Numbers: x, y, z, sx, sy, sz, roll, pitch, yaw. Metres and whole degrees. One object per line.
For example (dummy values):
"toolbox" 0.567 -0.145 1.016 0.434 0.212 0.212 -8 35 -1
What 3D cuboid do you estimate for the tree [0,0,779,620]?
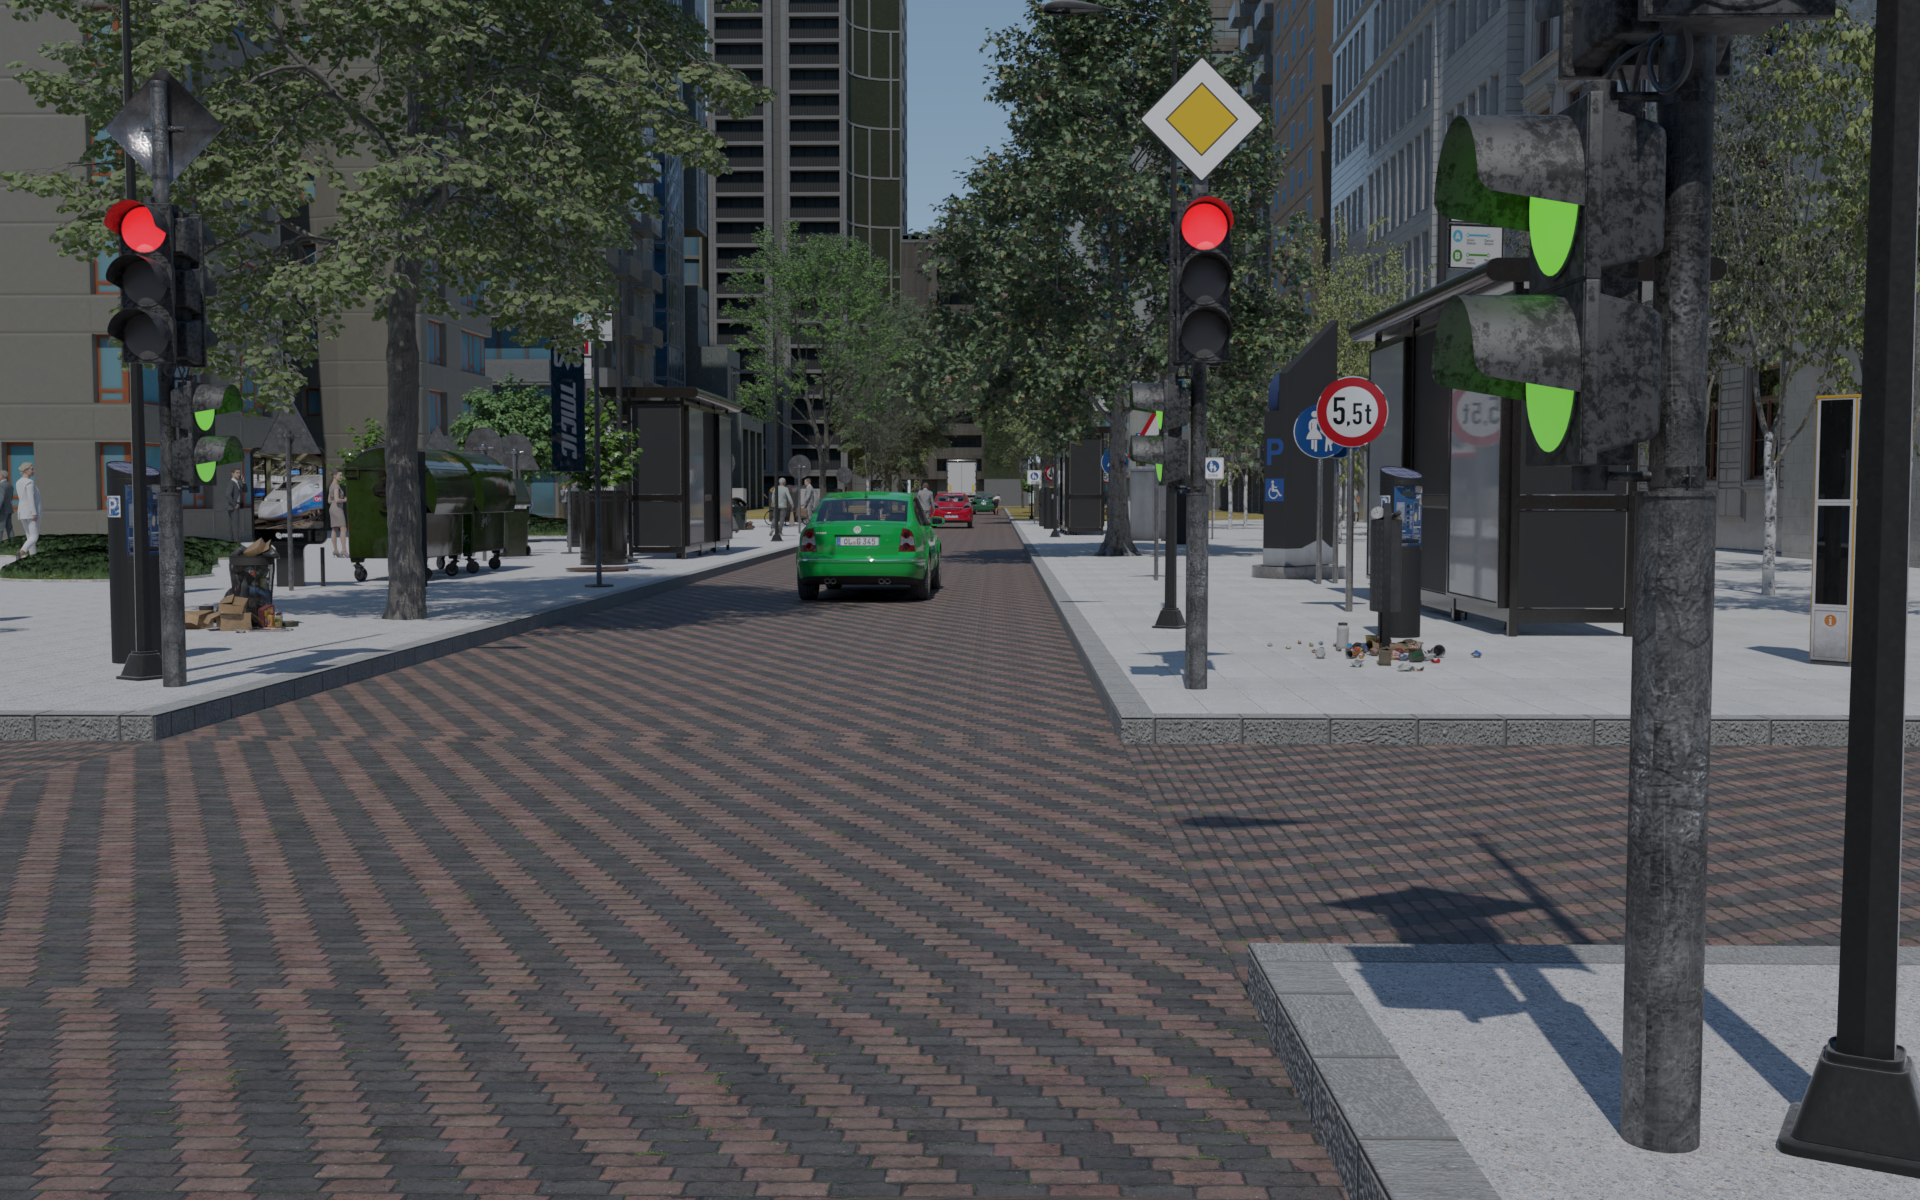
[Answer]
"tree" -5.279 -6.078 17.502 7.486 12.596 7.792 0 3 0

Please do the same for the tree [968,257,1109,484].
"tree" 3.717 -9.948 80.784 7.486 12.596 7.792 0 3 0

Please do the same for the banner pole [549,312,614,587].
"banner pole" -5.203 -2.064 23.760 0.863 3.779 0.401 -2 4 -25

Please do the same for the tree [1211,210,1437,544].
"tree" 9.519 -5.736 44.154 4.737 8.622 4.395 0 3 0

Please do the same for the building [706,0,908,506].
"building" -16.640 -46.220 193.948 20.611 71.187 20.563 0 4 1

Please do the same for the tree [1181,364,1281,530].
"tree" 9.763 -6.827 61.989 4.360 8.622 3.978 0 3 0

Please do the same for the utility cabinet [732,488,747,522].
"utility cabinet" -8.745 -3.515 66.152 1.173 1.500 0.318 1 4 17

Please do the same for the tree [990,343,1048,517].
"tree" 4.379 -10.446 96.547 9.928 11.665 9.643 0 3 0

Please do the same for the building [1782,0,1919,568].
"building" 24.977 -10.667 29.158 16.860 20.320 10.420 0 4 1

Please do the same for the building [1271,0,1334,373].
"building" 25.220 -27.220 95.166 14.600 45.320 14.200 0 4 1

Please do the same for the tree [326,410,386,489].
"tree" -13.527 -2.776 39.987 1.663 3.219 1.824 0 3 0

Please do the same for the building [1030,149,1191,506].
"building" 23.000 -35.142 194.174 30.456 49.044 23.786 0 4 1

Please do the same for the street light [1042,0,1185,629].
"street light" 1.477 -2.685 16.449 1.470 5.913 1.316 0 4 1

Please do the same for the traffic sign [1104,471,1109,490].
"traffic sign" 7.386 -5.290 86.602 0.768 2.556 0.104 0 4 2

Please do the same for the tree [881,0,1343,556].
"tree" 3.177 -7.263 35.759 9.611 12.733 9.660 0 3 0

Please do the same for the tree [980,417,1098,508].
"tree" 5.626 -10.857 111.930 7.601 10.594 8.767 1 4 16

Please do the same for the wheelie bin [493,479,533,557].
"wheelie bin" -9.267 -1.689 35.523 0.693 1.594 0.980 3 5 44

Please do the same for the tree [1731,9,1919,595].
"tree" 10.250 -4.354 21.547 4.360 8.622 3.978 0 3 0

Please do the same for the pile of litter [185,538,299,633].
"pile of litter" -7.013 -0.162 16.620 1.176 0.858 1.719 -2 4 -30

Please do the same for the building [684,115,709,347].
"building" -41.383 -33.039 194.813 28.867 44.769 22.147 0 4 1

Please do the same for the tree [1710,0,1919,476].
"tree" 13.980 -4.682 26.915 4.737 8.622 4.395 0 3 0

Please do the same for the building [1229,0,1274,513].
"building" 30.360 -30.467 117.744 23.786 49.044 30.456 0 4 1

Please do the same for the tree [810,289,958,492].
"tree" -4.575 -12.399 109.375 9.857 13.997 8.962 0 3 0

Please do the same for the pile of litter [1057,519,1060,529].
"pile of litter" 4.281 -3.096 64.584 1.719 0.858 1.176 -1 4 -13

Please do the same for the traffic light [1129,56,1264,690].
"traffic light" 1.539 -1.369 11.310 0.839 4.253 0.868 0 4 1

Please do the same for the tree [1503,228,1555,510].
"tree" 12.969 -5.302 37.047 4.360 8.622 3.978 0 3 0

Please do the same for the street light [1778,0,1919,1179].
"street light" 1.240 -1.878 3.254 1.470 5.913 1.316 0 4 1

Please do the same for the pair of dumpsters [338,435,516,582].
"pair of dumpsters" -8.352 -1.521 27.364 1.574 2.255 4.437 0 4 1

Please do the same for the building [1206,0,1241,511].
"building" 26.432 -27.955 140.662 14.154 41.232 14.086 0 4 1

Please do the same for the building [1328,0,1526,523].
"building" 23.392 -17.934 70.709 11.434 29.767 29.804 0 4 1

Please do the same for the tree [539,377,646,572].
"tree" -6.141 -2.082 28.643 1.663 3.219 1.824 0 3 0

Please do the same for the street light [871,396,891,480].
"street light" -3.623 -6.669 81.578 1.470 5.913 1.316 0 4 1

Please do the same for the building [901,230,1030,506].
"building" 0.625 -25.615 190.509 14.107 30.474 14.160 0 4 1

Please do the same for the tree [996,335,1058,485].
"tree" 3.723 -7.372 70.895 4.737 8.622 4.395 0 3 0

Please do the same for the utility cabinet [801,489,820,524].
"utility cabinet" -6.258 -3.991 73.930 1.173 1.500 0.318 2 4 31

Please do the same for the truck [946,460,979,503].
"truck" 0.175 -9.608 146.011 2.839 4.237 11.283 0 4 0

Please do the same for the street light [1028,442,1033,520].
"street light" 2.285 -4.816 51.277 1.470 5.913 1.316 0 4 1

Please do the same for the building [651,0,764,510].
"building" -32.716 -50.384 136.452 31.000 86.520 22.319 0 4 1

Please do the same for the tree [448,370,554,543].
"tree" -11.919 -3.815 46.082 4.285 4.588 4.351 0 3 0

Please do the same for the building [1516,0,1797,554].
"building" 22.806 -12.802 45.464 11.583 22.565 21.152 0 4 1

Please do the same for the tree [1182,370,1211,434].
"tree" 11.017 -7.196 68.021 4.737 8.622 4.395 0 3 0

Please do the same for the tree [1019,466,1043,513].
"tree" 4.946 -7.655 119.768 1.663 3.219 1.824 0 3 0

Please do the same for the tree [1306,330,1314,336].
"tree" 14.570 -7.696 76.198 4.360 8.622 3.978 0 3 0

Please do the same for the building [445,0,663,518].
"building" -30.219 -29.493 101.817 23.786 49.044 30.456 0 4 1

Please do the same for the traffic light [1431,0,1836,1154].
"traffic light" 1.372 -0.881 3.327 0.839 4.253 0.868 0 4 1

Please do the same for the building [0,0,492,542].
"building" -32.759 -12.815 54.572 27.650 21.520 28.899 0 4 1

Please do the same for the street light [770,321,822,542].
"street light" -4.417 -4.535 46.687 1.470 5.913 1.316 0 4 1

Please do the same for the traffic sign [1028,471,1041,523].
"traffic sign" 3.239 -4.485 75.455 0.606 2.300 0.079 0 4 2

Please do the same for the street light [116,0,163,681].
"street light" -5.130 -2.404 11.855 1.470 5.913 1.316 0 4 1

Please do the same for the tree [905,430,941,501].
"tree" -3.790 -12.383 152.823 4.737 8.622 4.395 0 3 0

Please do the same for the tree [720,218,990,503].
"tree" -5.190 -8.532 65.258 9.928 11.665 9.643 0 3 0

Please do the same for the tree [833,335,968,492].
"tree" -4.442 -13.187 125.974 12.009 13.543 11.850 0 3 0

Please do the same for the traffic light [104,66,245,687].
"traffic light" -5.221 -1.377 11.435 0.839 4.253 0.868 0 4 1

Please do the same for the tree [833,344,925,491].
"tree" -4.354 -8.292 85.941 4.360 8.622 3.978 0 3 0

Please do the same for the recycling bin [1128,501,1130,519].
"recycling bin" 5.941 -3.096 63.167 0.722 1.027 0.722 -1 4 -20
